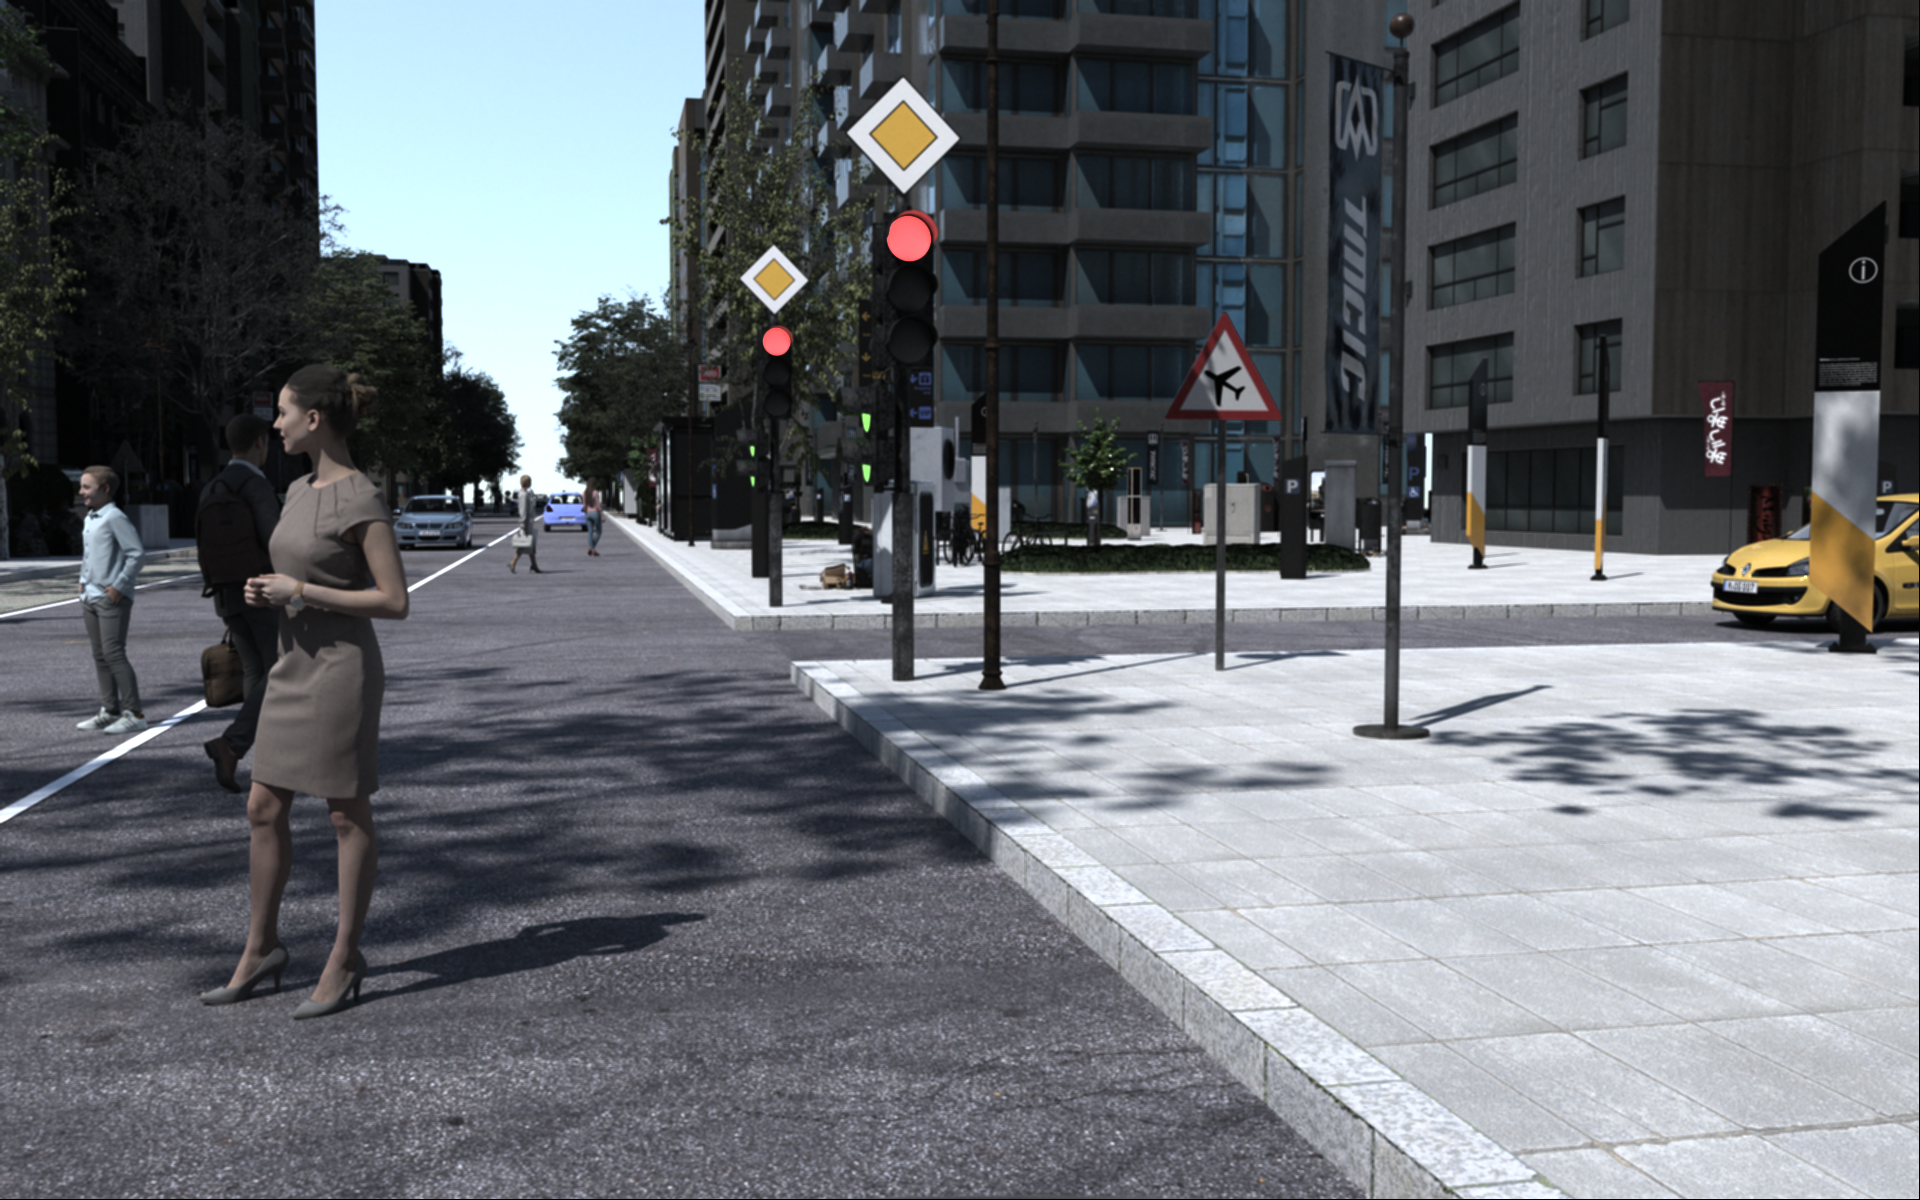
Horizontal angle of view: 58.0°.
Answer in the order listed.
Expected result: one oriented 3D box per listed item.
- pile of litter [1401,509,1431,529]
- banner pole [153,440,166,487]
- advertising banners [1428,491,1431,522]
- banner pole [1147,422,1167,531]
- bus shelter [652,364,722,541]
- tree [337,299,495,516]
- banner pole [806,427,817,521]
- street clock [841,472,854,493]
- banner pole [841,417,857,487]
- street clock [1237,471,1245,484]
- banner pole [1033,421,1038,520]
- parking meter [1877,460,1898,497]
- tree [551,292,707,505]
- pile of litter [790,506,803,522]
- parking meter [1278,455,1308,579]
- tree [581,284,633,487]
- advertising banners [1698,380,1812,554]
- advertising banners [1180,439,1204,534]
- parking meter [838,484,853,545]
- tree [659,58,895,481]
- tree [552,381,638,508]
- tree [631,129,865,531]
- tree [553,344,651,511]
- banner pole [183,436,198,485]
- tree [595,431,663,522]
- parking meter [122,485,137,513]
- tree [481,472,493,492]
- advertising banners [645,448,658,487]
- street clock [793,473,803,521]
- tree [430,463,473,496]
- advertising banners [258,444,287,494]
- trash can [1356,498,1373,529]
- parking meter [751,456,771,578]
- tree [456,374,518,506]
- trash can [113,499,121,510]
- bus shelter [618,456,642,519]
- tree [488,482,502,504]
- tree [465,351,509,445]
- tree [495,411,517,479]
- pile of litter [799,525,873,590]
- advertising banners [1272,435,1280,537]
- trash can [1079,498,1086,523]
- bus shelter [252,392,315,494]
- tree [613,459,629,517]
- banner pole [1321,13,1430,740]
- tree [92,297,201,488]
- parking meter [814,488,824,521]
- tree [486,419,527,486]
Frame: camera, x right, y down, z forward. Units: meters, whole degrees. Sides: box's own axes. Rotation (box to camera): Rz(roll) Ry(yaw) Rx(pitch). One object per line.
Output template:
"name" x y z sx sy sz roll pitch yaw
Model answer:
"pile of litter" 15.852 -2.835 60.313 1.176 0.858 1.719 -2 4 -34
"banner pole" -33.656 -5.064 72.808 0.863 3.779 0.401 1 4 22
"advertising banners" 21.797 -5.097 79.516 2.074 3.025 0.090 1 4 21
"banner pole" 6.824 -4.290 60.151 0.863 3.779 0.401 -2 4 -30
"bus shelter" -7.894 -4.492 51.074 2.179 5.291 8.768 -1 4 -12
"tree" -33.566 -11.311 101.944 9.611 12.733 9.660 0 3 0
"banner pole" -5.526 -4.572 64.761 0.401 3.779 0.863 2 4 33
"street clock" -3.733 -3.269 58.018 0.471 2.002 0.358 2 4 32
"banner pole" -3.622 -4.047 56.191 0.401 3.779 0.863 3 4 38
"street clock" 9.002 -3.114 55.479 0.358 2.002 0.471 0 4 4
"banner pole" 2.562 -4.217 58.960 0.401 3.779 0.863 1 4 11
"parking meter" 15.531 -1.435 29.181 0.399 1.863 0.255 0 4 -8
"tree" -20.650 -12.302 107.796 9.857 13.997 8.962 0 3 0
"pile of litter" -5.852 -2.972 62.555 1.719 0.858 1.176 -1 4 -23
"parking meter" 5.022 -1.250 26.143 0.399 1.863 0.255 1 4 22
"tree" -10.576 -6.654 59.159 4.360 8.622 3.978 0 3 0
"advertising banners" 12.419 -1.861 26.622 2.074 3.025 0.090 1 4 15
"advertising banners" 7.655 -3.643 55.748 0.090 3.025 2.074 3 5 42
"parking meter" -2.904 -2.179 44.045 0.372 1.533 0.369 0 3 0
"tree" -3.048 -4.882 30.176 4.737 8.622 4.395 0 3 0
"tree" -31.347 -14.987 155.407 12.009 13.543 11.850 0 3 0
"tree" -3.981 -5.224 35.774 4.360 8.622 3.978 0 3 0
"tree" -25.909 -13.080 130.857 9.611 12.733 9.660 0 3 0
"banner pole" -33.024 -5.158 74.347 0.863 3.779 0.401 1 4 16
"tree" -13.879 -5.903 80.227 4.285 4.588 4.351 0 3 0
"parking meter" -22.850 -2.403 47.693 0.372 1.533 0.369 0 3 0
"tree" -58.900 -16.286 216.632 4.737 8.622 4.395 0 3 0
"advertising banners" -11.051 -4.274 66.063 2.074 3.025 0.090 1 4 17
"street clock" -5.445 -3.280 58.204 0.358 2.002 0.471 0 4 -5
"tree" -42.737 -9.895 145.494 4.285 4.588 4.351 0 3 0
"advertising banners" -25.613 -4.176 64.465 2.074 3.025 0.090 0 4 4
"trash can" 14.845 -3.194 63.871 0.748 1.137 0.748 0 3 0
"parking meter" -3.032 -1.281 26.660 0.255 1.863 0.399 1 4 14
"tree" -51.480 -16.955 183.873 9.857 13.997 8.962 0 3 0
"trash can" -25.881 -2.559 53.496 0.748 1.137 0.748 0 3 0
"bus shelter" -16.179 -5.719 87.433 2.014 3.302 5.546 -1 4 -12
"tree" -61.345 -14.312 228.603 1.663 3.219 1.824 0 3 0
"tree" -38.961 -13.404 129.524 12.009 13.543 11.850 0 3 0
"tree" -44.705 -14.576 155.322 9.611 12.733 9.660 0 3 0
"pile of litter" -1.414 -0.599 23.753 1.719 0.858 1.176 -1 4 -13
"advertising banners" 9.779 -3.408 51.901 0.090 3.025 2.074 2 4 35
"trash can" 4.696 -3.134 62.901 0.748 1.137 0.748 0 3 0
"bus shelter" -27.179 -5.694 70.721 2.179 5.291 8.768 -1 4 -12
"tree" -18.287 -6.157 95.266 1.663 3.219 1.824 0 3 0
"banner pole" 2.130 -1.159 8.971 0.863 3.779 0.401 -3 5 -42
"tree" -30.300 -6.975 64.404 4.360 8.622 3.978 0 3 0
"parking meter" -5.517 -3.623 67.648 0.372 1.533 0.369 0 3 0
"tree" -63.851 -19.181 239.364 9.928 11.665 9.643 0 3 0
